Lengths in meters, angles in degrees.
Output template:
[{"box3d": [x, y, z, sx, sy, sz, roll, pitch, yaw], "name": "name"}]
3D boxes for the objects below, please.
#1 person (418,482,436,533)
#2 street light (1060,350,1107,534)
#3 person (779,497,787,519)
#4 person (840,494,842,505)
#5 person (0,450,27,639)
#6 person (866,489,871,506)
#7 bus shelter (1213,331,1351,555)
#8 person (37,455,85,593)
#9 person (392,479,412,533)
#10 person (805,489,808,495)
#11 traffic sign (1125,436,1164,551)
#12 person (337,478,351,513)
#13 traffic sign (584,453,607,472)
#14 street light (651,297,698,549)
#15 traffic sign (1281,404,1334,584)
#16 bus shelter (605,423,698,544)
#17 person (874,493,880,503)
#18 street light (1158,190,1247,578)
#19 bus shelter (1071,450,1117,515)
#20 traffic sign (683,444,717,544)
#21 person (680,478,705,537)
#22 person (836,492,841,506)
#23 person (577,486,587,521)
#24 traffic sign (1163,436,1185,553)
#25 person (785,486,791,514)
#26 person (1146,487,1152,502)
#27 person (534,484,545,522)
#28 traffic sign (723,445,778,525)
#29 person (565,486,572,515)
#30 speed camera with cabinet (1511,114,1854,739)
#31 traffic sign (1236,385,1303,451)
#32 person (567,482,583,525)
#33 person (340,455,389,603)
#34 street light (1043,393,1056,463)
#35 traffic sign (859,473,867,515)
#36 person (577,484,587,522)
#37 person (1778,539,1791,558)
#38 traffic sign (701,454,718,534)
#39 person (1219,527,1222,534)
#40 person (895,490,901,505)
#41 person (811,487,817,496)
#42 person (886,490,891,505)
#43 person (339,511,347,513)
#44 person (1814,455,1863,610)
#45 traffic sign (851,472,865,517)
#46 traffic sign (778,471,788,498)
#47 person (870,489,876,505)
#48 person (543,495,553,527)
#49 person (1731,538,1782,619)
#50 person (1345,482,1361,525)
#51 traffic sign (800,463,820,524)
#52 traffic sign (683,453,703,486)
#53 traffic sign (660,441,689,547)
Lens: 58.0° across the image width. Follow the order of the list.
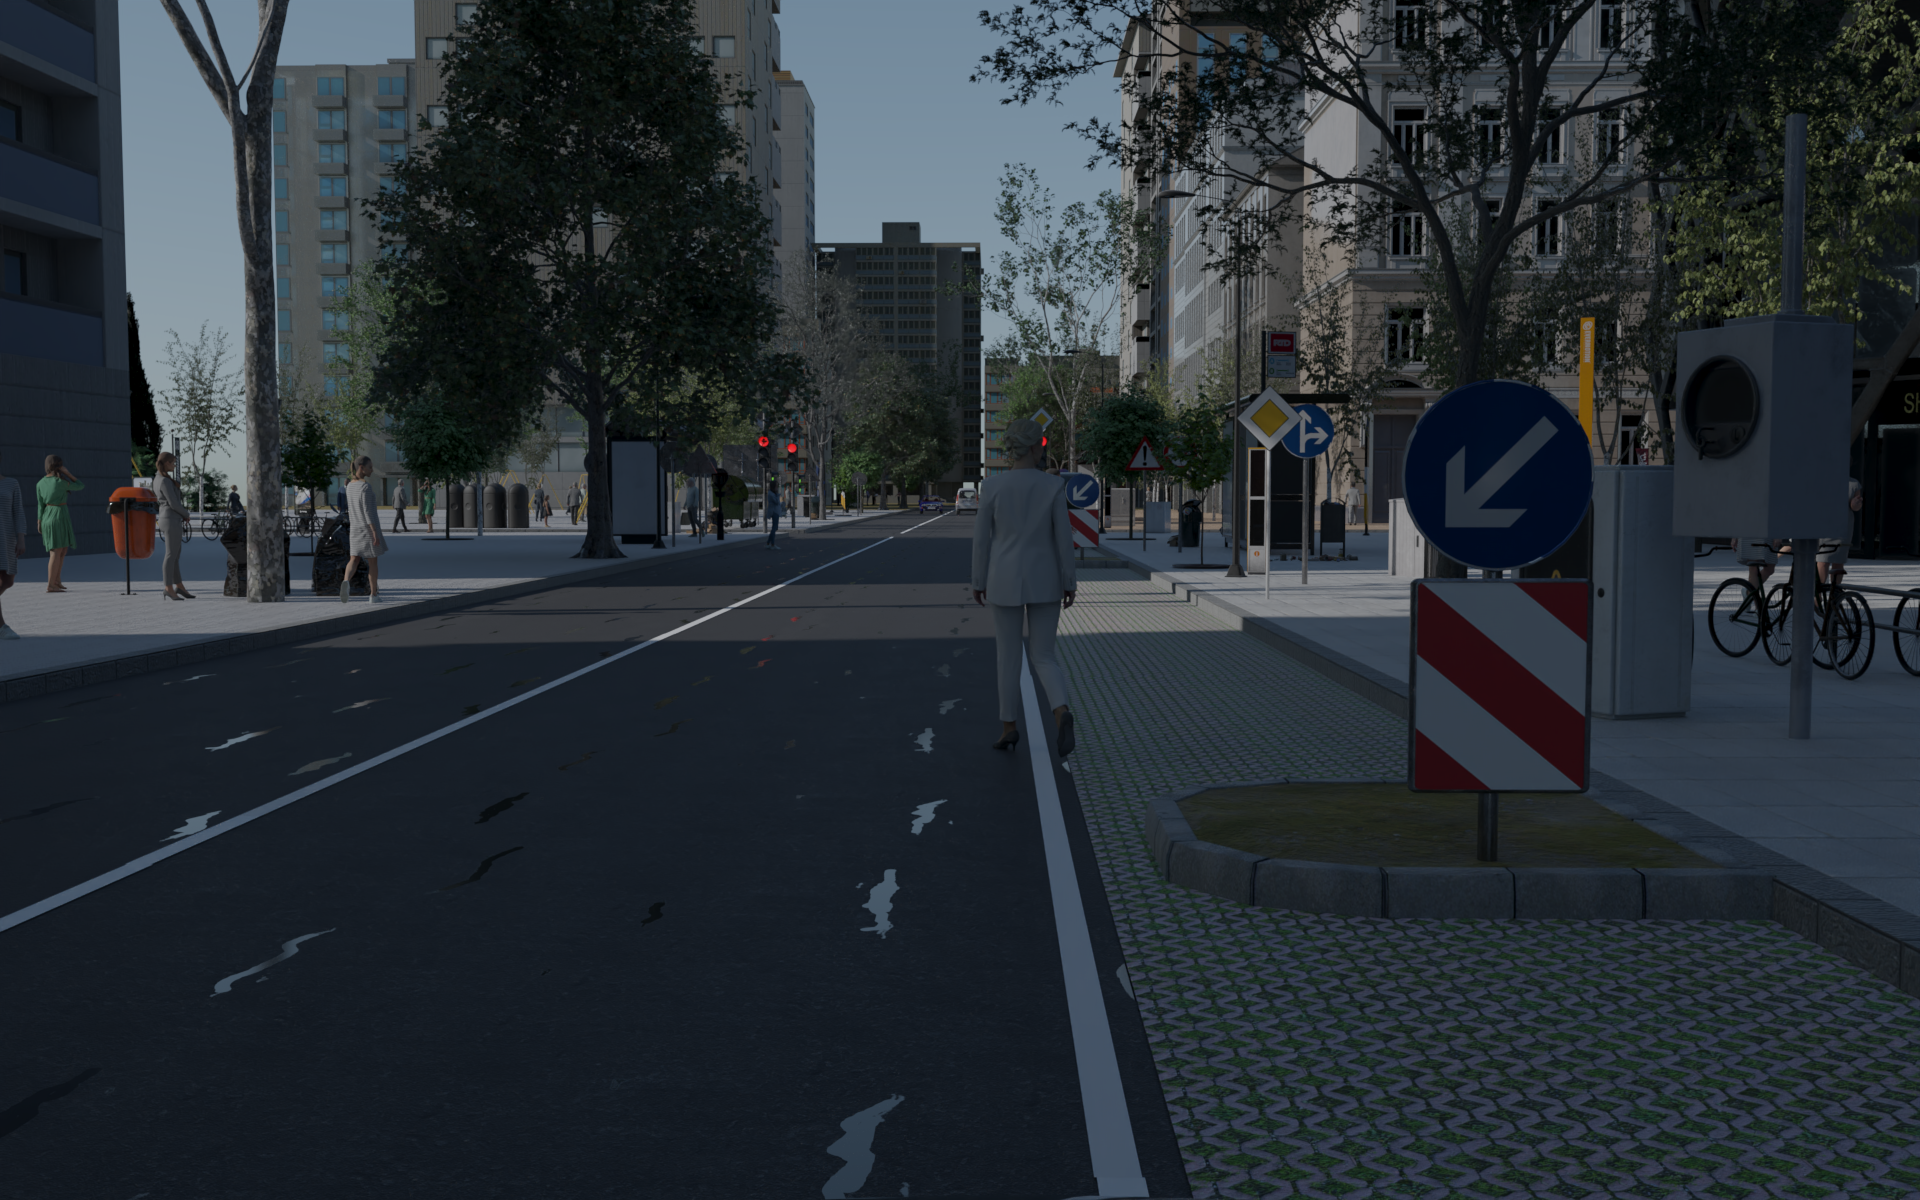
[{"box3d": [-17.557, -3.122, 57.331, 0.600, 1.795, 0.529, 1, 4, 14], "name": "person"}, {"box3d": [4.045, -5.095, 55.852, 1.470, 5.913, 1.316, 0, 4, 1], "name": "street light"}, {"box3d": [-9.437, -4.824, 90.407, 0.738, 1.151, 1.012, 2, 4, 31], "name": "person"}, {"box3d": [-13.899, -12.036, 202.975, 0.705, 1.807, 1.348, -2, 4, -35], "name": "person"}, {"box3d": [-8.650, -0.528, 15.430, 0.760, 1.731, 0.466, 2, 4, 25], "name": "person"}, {"box3d": [-9.939, -11.200, 189.032, 0.599, 1.838, 0.709, 0, 4, -6], "name": "person"}, {"box3d": [7.169, -3.834, 40.316, 2.179, 5.291, 8.768, 0, 4, 1], "name": "bus shelter"}, {"box3d": [-11.867, -1.004, 22.708, 0.600, 1.795, 0.529, 0, 4, 6], "name": "person"}, {"box3d": [-18.450, -3.111, 57.311, 0.661, 1.777, 0.834, 3, 4, 37], "name": "person"}, {"box3d": [-15.053, -9.990, 169.377, 0.705, 1.824, 1.348, 1, 4, 15], "name": "person"}, {"box3d": [4.140, -2.373, 38.809, 0.884, 2.594, 0.081, 1, 4, 8], "name": "traffic sign"}, {"box3d": [-19.907, -3.053, 56.139, 0.721, 1.800, 0.419, -2, 4, -23], "name": "person"}, {"box3d": [-10.374, -3.016, 49.421, 0.768, 2.556, 0.104, 1, 4, 8], "name": "traffic sign"}, {"box3d": [-6.543, -4.161, 40.581, 1.470, 5.913, 1.316, 0, 4, 1], "name": "street light"}, {"box3d": [4.903, -1.496, 24.559, 0.768, 2.556, 0.104, 0, 4, 1], "name": "traffic sign"}, {"box3d": [-8.219, -3.233, 46.782, 2.014, 3.302, 5.546, 0, 4, 1], "name": "bus shelter"}, {"box3d": [-10.288, -12.497, 213.549, 0.628, 1.438, 0.799, 1, 4, 18], "name": "person"}, {"box3d": [3.724, -3.307, 26.605, 1.470, 5.913, 1.316, 0, 4, 1], "name": "street light"}, {"box3d": [5.987, -5.026, 76.101, 2.014, 3.302, 5.546, 0, 4, 1], "name": "bus shelter"}, {"box3d": [-6.725, -2.738, 44.772, 0.884, 2.594, 0.081, 0, 4, 2], "name": "traffic sign"}, {"box3d": [-7.971, -2.753, 51.546, 0.515, 1.767, 0.782, -3, 5, -43], "name": "person"}, {"box3d": [-13.013, -10.990, 185.868, 0.705, 1.807, 1.348, 1, 4, 23], "name": "person"}, {"box3d": [-17.826, -4.623, 81.850, 0.699, 1.804, 1.509, 3, 4, 36], "name": "person"}, {"box3d": [4.828, -2.313, 37.924, 0.768, 2.556, 0.104, 1, 4, 11], "name": "traffic sign"}, {"box3d": [-10.945, -6.416, 111.053, 0.767, 1.812, 0.694, -2, 4, -24], "name": "person"}, {"box3d": [13.590, -7.256, 125.028, 0.694, 1.780, 0.624, 0, 4, -3], "name": "person"}, {"box3d": [-19.545, -4.533, 80.580, 0.576, 1.772, 0.534, -1, 4, -11], "name": "person"}, {"box3d": [-8.660, -4.747, 71.480, 2.265, 3.308, 0.079, 0, 4, 3], "name": "traffic sign"}, {"box3d": [-23.662, -6.039, 105.202, 0.576, 1.772, 0.534, 2, 4, 34], "name": "person"}, {"box3d": [3.961, -0.941, 9.726, 0.660, 3.252, 2.038, -1, 4, -20], "name": "speed camera with cabinet"}, {"box3d": [3.764, -1.301, 21.003, 0.795, 2.593, 0.064, 0, 4, 3], "name": "traffic sign"}, {"box3d": [-15.869, -3.973, 71.397, 0.661, 1.777, 0.834, -1, 4, -8], "name": "person"}, {"box3d": [-6.980, -0.822, 20.241, 0.466, 1.731, 0.760, 0, 4, 5], "name": "person"}, {"box3d": [4.500, -6.550, 79.631, 1.470, 5.913, 1.316, 0, 4, 1], "name": "street light"}, {"box3d": [-6.006, -6.412, 104.936, 0.768, 2.556, 0.104, 0, 4, 6], "name": "traffic sign"}, {"box3d": [-17.291, -4.465, 79.528, 0.515, 1.767, 0.782, -3, 5, -40], "name": "person"}, {"box3d": [12.811, -1.217, 26.685, 0.760, 1.731, 0.466, 2, 4, 30], "name": "person"}, {"box3d": [-8.061, -3.352, 54.912, 0.768, 2.556, 0.104, 0, 4, 7], "name": "traffic sign"}, {"box3d": [8.524, -2.972, 54.658, 0.654, 1.822, 0.581, 3, 4, 36], "name": "person"}, {"box3d": [-7.264, -12.059, 203.912, 0.721, 1.736, 1.217, -3, 5, -40], "name": "person"}, {"box3d": [-9.996, -6.894, 119.310, 0.519, 1.759, 0.362, 0, 4, -2], "name": "person"}, {"box3d": [-8.922, -12.432, 209.830, 1.217, 1.766, 0.721, 1, 4, 11], "name": "person"}, {"box3d": [-23.927, -3.753, 67.756, 0.694, 1.780, 0.624, 0, 4, -4], "name": "person"}, {"box3d": [9.596, -0.780, 19.148, 0.716, 1.782, 0.532, 1, 4, 13], "name": "person"}, {"box3d": [-5.826, -6.042, 98.891, 0.768, 2.556, 0.104, 0, 4, 3], "name": "traffic sign"}, {"box3d": [-9.738, -5.747, 94.063, 0.768, 2.556, 0.104, 1, 4, 10], "name": "traffic sign"}, {"box3d": [-10.134, -11.977, 201.883, 0.705, 1.823, 1.348, -3, 4, -37], "name": "person"}, {"box3d": [-15.941, -3.443, 67.006, 0.373, 1.253, 0.362, 0, 4, -1], "name": "person"}, {"box3d": [8.269, -0.685, 17.991, 0.466, 1.731, 0.760, 0, 4, -1], "name": "person"}, {"box3d": [16.063, -3.946, 70.829, 0.678, 1.792, 0.850, 1, 4, 17], "name": "person"}, {"box3d": [-6.330, -4.476, 73.191, 0.884, 2.594, 0.081, 0, 4, 5], "name": "traffic sign"}, {"box3d": [-8.164, -3.244, 53.152, 0.768, 2.556, 0.104, 0, 4, 5], "name": "traffic sign"}, {"box3d": [-6.947, -2.559, 41.946, 0.768, 2.556, 0.104, 1, 4, 10], "name": "traffic sign"}]
